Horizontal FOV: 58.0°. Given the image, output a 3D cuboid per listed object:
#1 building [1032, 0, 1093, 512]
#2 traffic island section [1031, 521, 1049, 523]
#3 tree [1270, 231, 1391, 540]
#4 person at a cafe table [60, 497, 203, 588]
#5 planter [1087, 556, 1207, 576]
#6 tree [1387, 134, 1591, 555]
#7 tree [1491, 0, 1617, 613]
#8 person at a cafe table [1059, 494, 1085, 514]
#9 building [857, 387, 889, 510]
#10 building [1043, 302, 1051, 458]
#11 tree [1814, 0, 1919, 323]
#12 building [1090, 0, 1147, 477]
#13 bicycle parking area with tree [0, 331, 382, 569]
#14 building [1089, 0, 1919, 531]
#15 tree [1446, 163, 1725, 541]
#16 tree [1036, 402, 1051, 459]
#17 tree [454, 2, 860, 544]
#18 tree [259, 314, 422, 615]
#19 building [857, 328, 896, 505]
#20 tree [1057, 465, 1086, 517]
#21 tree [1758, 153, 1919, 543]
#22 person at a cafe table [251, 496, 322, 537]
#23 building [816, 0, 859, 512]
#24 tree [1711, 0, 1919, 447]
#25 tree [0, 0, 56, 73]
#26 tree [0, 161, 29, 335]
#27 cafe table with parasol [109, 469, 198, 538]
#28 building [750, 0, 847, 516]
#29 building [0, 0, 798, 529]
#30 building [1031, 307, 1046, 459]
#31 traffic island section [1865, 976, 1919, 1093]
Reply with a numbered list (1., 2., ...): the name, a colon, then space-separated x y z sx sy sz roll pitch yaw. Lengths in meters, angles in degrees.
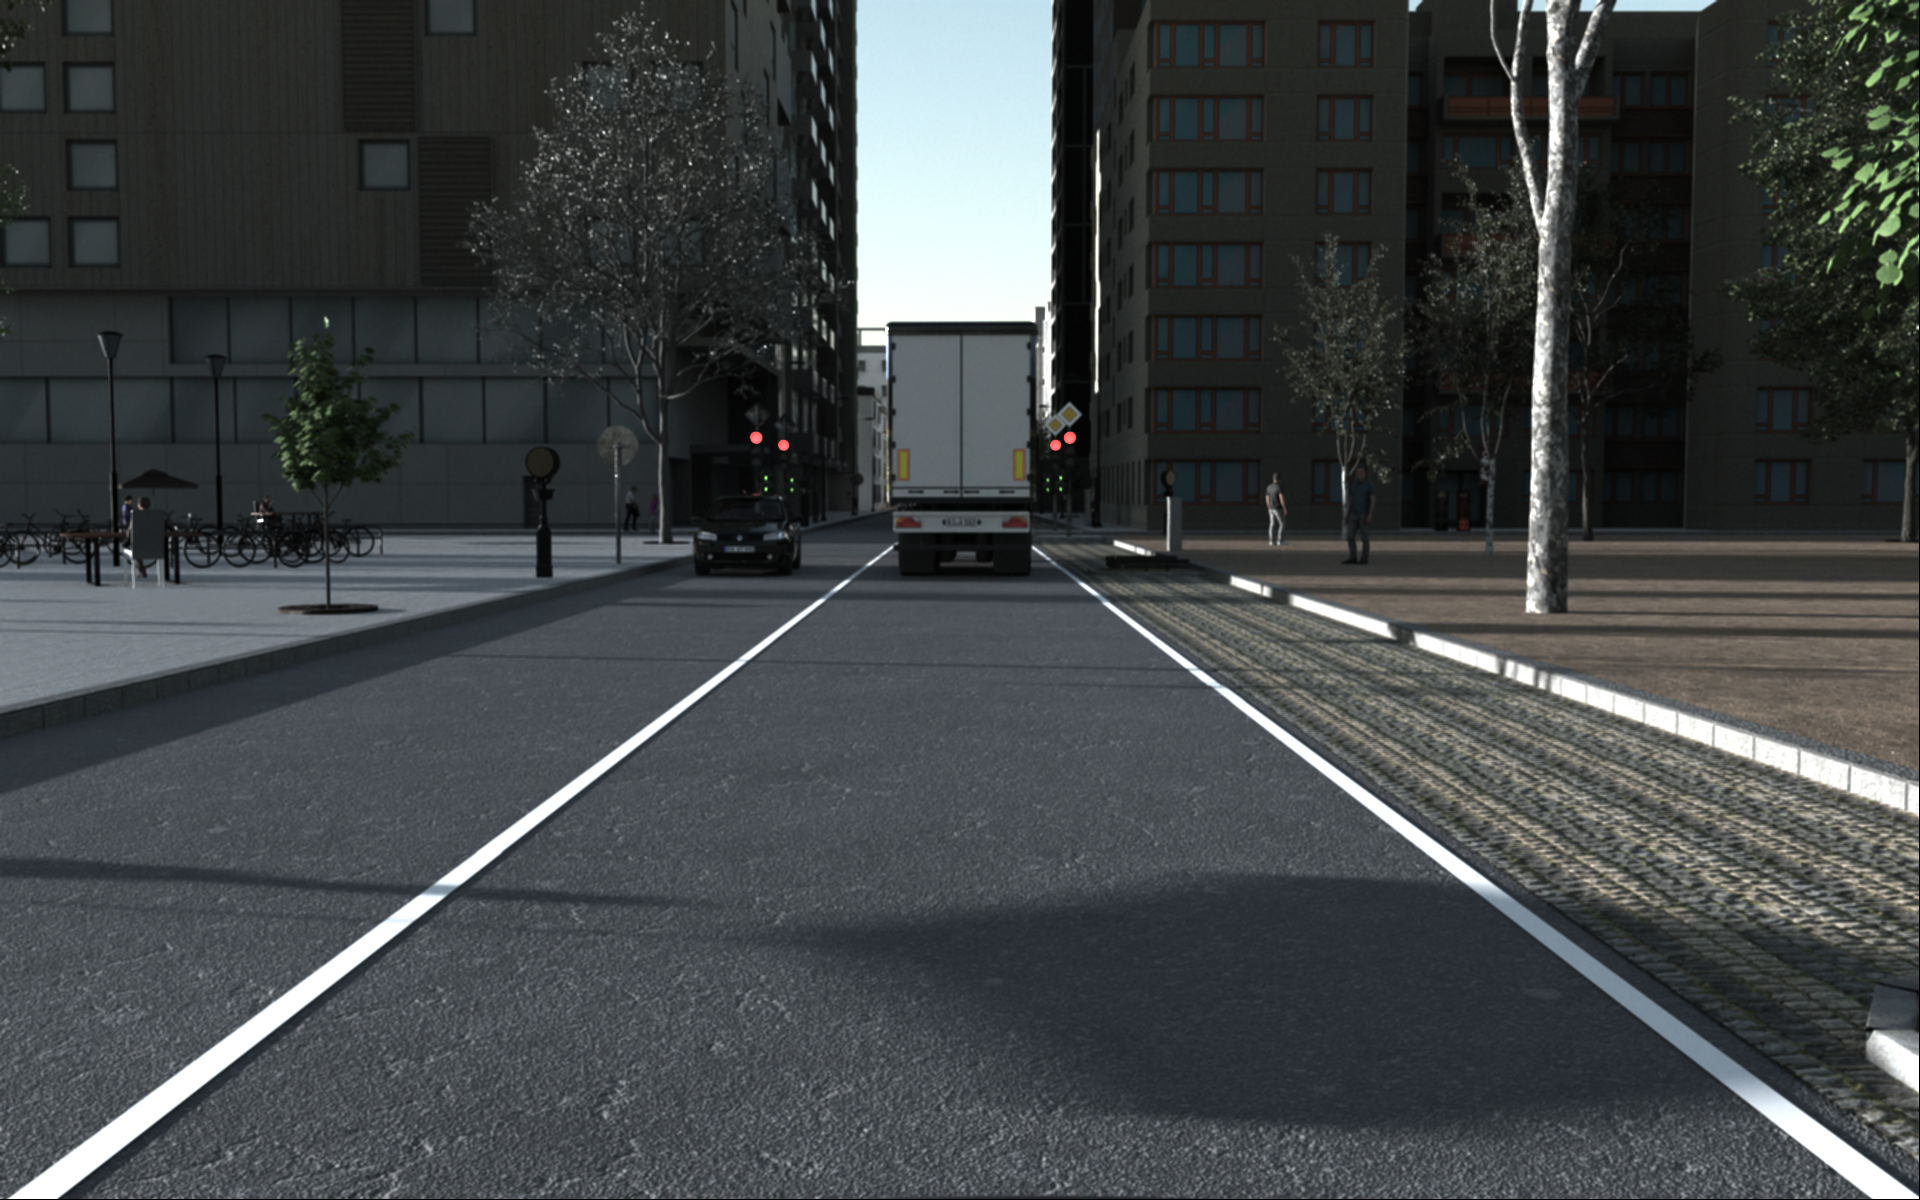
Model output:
1. building: 15.098 -41.946 124.066 20.563 71.187 20.611 0 3 0
2. traffic island section: 3.377 -3.869 86.131 1.991 0.108 1.994 0 3 0
3. tree: 10.732 -5.980 48.128 4.360 8.622 3.978 0 3 0
4. person at a cafe table: -11.570 -0.825 24.344 1.698 1.238 1.726 -2 4 -35
5. planter: 3.296 -0.601 30.969 1.991 0.319 1.994 0 3 0
6. tree: 11.179 -5.263 36.412 4.360 8.622 3.978 0 3 0
7. tree: 7.859 -9.924 18.146 12.611 20.169 13.585 0 3 0
8. person at a cafe table: 7.298 -6.432 113.676 1.622 1.524 1.698 3 4 38
9. building: -11.288 -12.730 150.276 9.099 9.664 28.070 0 3 0
10. building: 15.316 -17.977 150.340 16.016 20.091 11.380 0 3 0
11. tree: 5.342 -1.412 6.805 4.285 4.588 4.351 0 3 0
12. building: 14.907 -27.361 97.468 14.600 45.320 14.200 0 3 0
13. bicycle parking area with tree: -15.340 -2.832 33.300 9.016 4.147 8.231 1 4 9
14. building: 20.995 -13.978 73.584 28.899 21.520 27.650 0 3 0
15. tree: 16.913 -6.904 47.292 7.601 10.594 8.767 0 4 5
16. tree: 6.333 -11.534 138.943 4.737 8.622 4.395 0 3 0
17. tree: -7.755 -8.198 44.405 12.009 13.543 11.850 0 3 0
18. tree: -6.872 -1.475 18.712 1.663 3.219 1.824 0 3 0
19. building: -13.221 -21.214 203.265 11.380 20.091 16.016 0 3 0
20. tree: 6.212 -6.275 97.201 1.663 3.219 1.824 0 3 0
21. tree: 25.621 -7.359 46.070 9.928 11.665 9.643 0 3 0
22. person at a cafe table: -20.310 -2.494 51.646 1.726 1.238 1.698 2 4 31
23. building: -14.851 -27.028 125.506 14.154 41.232 14.086 0 3 0
24. tree: 20.248 -7.836 34.772 9.857 13.997 8.962 0 3 0
25. tree: -10.824 -4.034 16.318 4.360 8.622 3.978 0 3 0
26. tree: -28.640 -7.279 44.766 9.928 11.665 9.643 0 3 0
27. cafe table with parasol: -22.000 -2.594 47.270 2.610 1.966 2.610 1 4 20
28. building: -19.225 -29.560 102.909 23.786 49.044 30.456 0 3 0
29. building: -21.652 -29.620 73.532 28.713 52.752 27.495 0 3 0
30. building: 15.446 -18.692 172.075 16.747 18.905 31.486 0 3 0
31. traffic island section: 3.269 1.156 3.968 1.991 0.108 1.994 0 3 0
